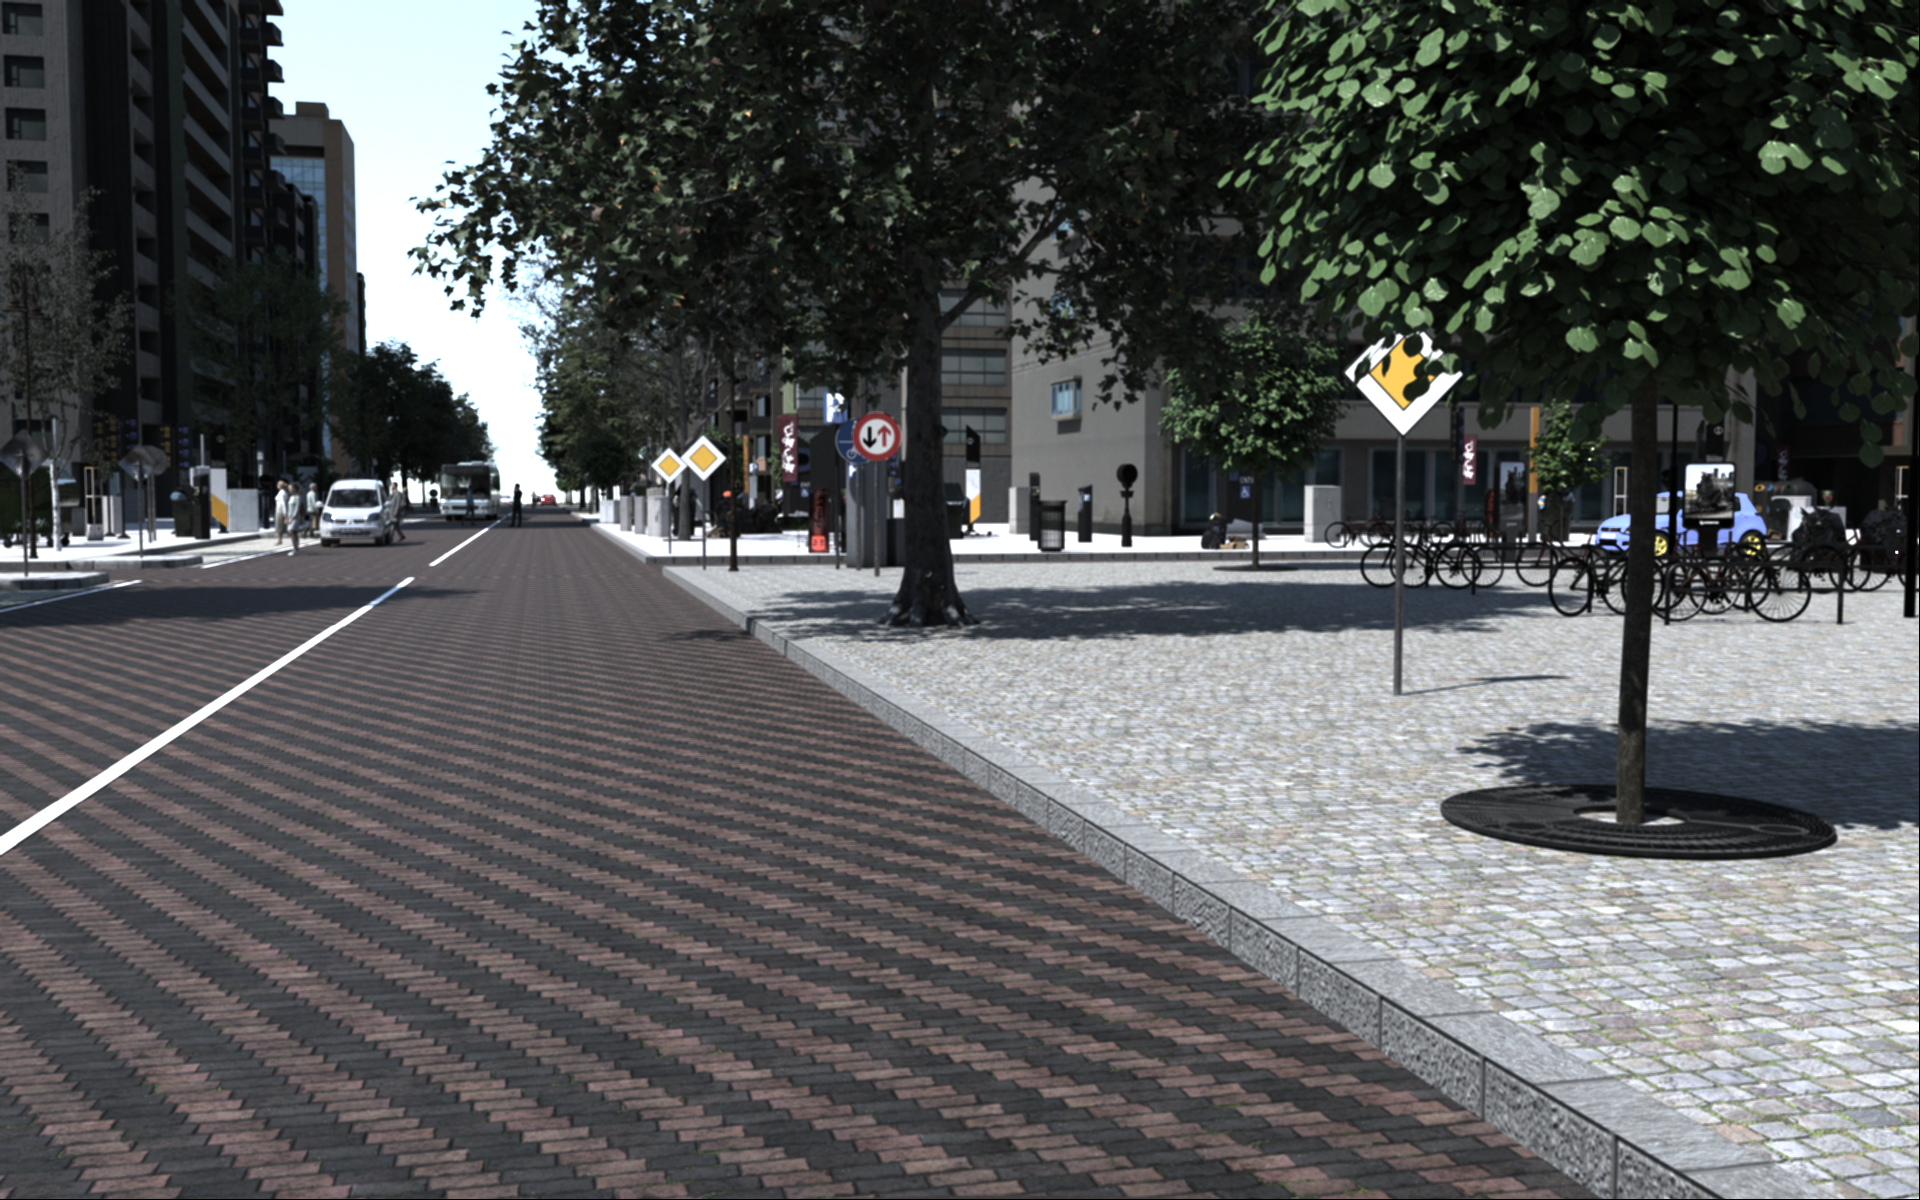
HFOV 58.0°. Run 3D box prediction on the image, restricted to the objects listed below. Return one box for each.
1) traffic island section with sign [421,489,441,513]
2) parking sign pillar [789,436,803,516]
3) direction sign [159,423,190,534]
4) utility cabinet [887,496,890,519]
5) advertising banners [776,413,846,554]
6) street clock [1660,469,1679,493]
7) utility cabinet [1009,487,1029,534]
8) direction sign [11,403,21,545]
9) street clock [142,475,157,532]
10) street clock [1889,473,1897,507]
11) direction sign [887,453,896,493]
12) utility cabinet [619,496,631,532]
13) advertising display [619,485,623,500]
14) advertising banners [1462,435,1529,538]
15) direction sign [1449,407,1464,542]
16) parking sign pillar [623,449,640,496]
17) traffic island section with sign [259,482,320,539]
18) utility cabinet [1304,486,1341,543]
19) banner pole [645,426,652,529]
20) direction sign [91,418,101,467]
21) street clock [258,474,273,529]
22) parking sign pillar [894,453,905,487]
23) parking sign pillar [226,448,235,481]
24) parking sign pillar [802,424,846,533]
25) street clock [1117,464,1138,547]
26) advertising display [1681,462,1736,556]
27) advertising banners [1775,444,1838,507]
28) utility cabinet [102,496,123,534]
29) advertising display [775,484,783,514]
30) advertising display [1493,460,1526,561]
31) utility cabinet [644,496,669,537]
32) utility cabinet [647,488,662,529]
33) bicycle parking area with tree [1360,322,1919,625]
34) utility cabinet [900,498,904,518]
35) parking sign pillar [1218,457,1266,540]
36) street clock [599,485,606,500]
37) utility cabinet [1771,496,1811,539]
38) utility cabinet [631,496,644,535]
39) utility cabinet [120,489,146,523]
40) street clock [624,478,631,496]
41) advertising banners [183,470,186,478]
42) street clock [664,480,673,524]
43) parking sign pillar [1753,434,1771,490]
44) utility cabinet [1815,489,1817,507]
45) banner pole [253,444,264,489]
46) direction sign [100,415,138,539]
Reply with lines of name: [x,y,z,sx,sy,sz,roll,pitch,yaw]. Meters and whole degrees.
traffic island section with sign: [-39.772,-7.491,131.105,1.989,1.847,2.006,-1,4,-14]
parking sign pillar: [-6.501,-5.135,72.429,1.447,3.967,1.447,-1,4,-9]
direction sign: [-25.199,-3.891,55.616,0.876,3.537,0.379,-2,4,-30]
utility cabinet: [-2.845,-2.893,58.470,1.020,1.237,0.306,-3,5,-40]
advertising banners: [-3.034,-2.524,37.460,2.074,3.025,0.090,1,4,21]
street clock: [20.453,-2.778,49.989,0.471,2.002,0.358,2,4,34]
utility cabinet: [2.000,-2.840,55.109,0.318,1.500,1.173,3,4,36]
direction sign: [-23.599,-3.137,43.288,0.379,3.537,0.876,-2,4,-25]
street clock: [-27.215,-3.279,58.189,0.471,2.002,0.358,-1,4,-18]
street clock: [32.535,-3.407,60.274,0.358,2.002,0.471,0,4,2]
direction sign: [-3.262,-5.251,77.856,0.876,3.537,0.379,2,4,25]
utility cabinet: [-11.516,-2.971,59.739,0.306,1.237,1.020,0,4,-4]
advertising display: [-20.220,-6.037,103.915,0.123,1.923,0.974,0,4,8]
advertising banners: [15.621,-3.332,50.673,2.074,3.025,0.090,2,4,31]
direction sign: [12.863,-3.235,44.883,0.379,3.537,0.876,3,4,37]
parking sign pillar: [-20.523,-7.315,108.079,1.447,3.967,1.447,-3,5,-44]
traffic island section with sign: [-21.688,-2.926,56.467,1.989,1.847,2.006,-1,4,-14]
utility cabinet: [9.548,-2.255,45.541,1.173,1.500,0.318,-3,5,-40]
banner pole: [-11.438,-4.506,63.693,0.401,3.779,0.863,-2,4,-25]
direction sign: [-25.669,-3.681,52.181,0.379,3.537,0.876,3,4,37]
street clock: [-25.364,-3.592,63.300,0.471,2.002,0.358,-2,4,-27]
parking sign pillar: [-3.268,-6.526,95.179,1.447,3.967,1.447,1,4,12]
parking sign pillar: [-42.820,-6.910,101.455,1.447,3.967,1.447,-1,4,-12]
parking sign pillar: [-4.315,-4.226,57.564,1.447,3.967,1.447,0,4,3]
street clock: [4.035,-2.280,41.850,0.471,2.002,0.358,-2,4,-32]
advertising display: [14.935,-1.796,34.572,0.974,1.923,0.123,1,4,13]
advertising banners: [29.252,-3.897,59.906,2.074,3.025,0.090,3,5,41]
utility cabinet: [-27.186,-2.717,55.581,0.306,1.237,1.020,-3,5,-43]
advertising display: [-11.661,-6.532,112.003,0.123,1.923,0.974,-3,4,-37]
advertising display: [10.386,-1.683,32.739,0.974,1.923,0.123,-3,5,-42]
utility cabinet: [-8.991,-2.474,51.603,0.306,1.237,1.020,-2,4,-33]
utility cabinet: [-10.919,-3.249,61.800,0.318,1.500,1.173,-1,4,-22]
bicycle parking area with tree: [9.545,-2.049,20.506,9.016,4.147,8.231,1,4,9]
utility cabinet: [-1.741,-3.576,67.143,1.173,1.500,0.318,-2,4,-30]
parking sign pillar: [7.861,-3.673,48.518,1.447,3.967,1.447,-2,4,-31]
street clock: [-20.156,-5.701,97.780,0.471,2.002,0.358,3,4,38]
utility cabinet: [23.669,-2.336,49.357,0.306,1.237,1.020,-3,4,-36]
utility cabinet: [-10.230,-2.701,55.324,0.306,1.237,1.020,0,4,-6]
utility cabinet: [-36.684,-4.160,76.698,1.173,1.500,0.318,1,4,14]
street clock: [-14.532,-4.366,75.947,0.358,2.002,0.471,-1,4,-17]
advertising banners: [-29.125,-4.201,64.877,0.090,3.025,2.074,-2,4,-29]
street clock: [-12.492,-4.272,74.411,0.358,2.002,0.471,2,4,31]
parking sign pillar: [28.572,-4.533,62.583,1.447,3.967,1.447,2,4,27]
utility cabinet: [31.102,-3.339,63.271,0.318,1.500,1.173,2,4,30]
banner pole: [-34.996,-5.894,86.388,0.863,3.779,0.401,2,4,26]
direction sign: [-24.090,-3.535,49.797,0.876,3.537,0.379,-3,5,-41]
